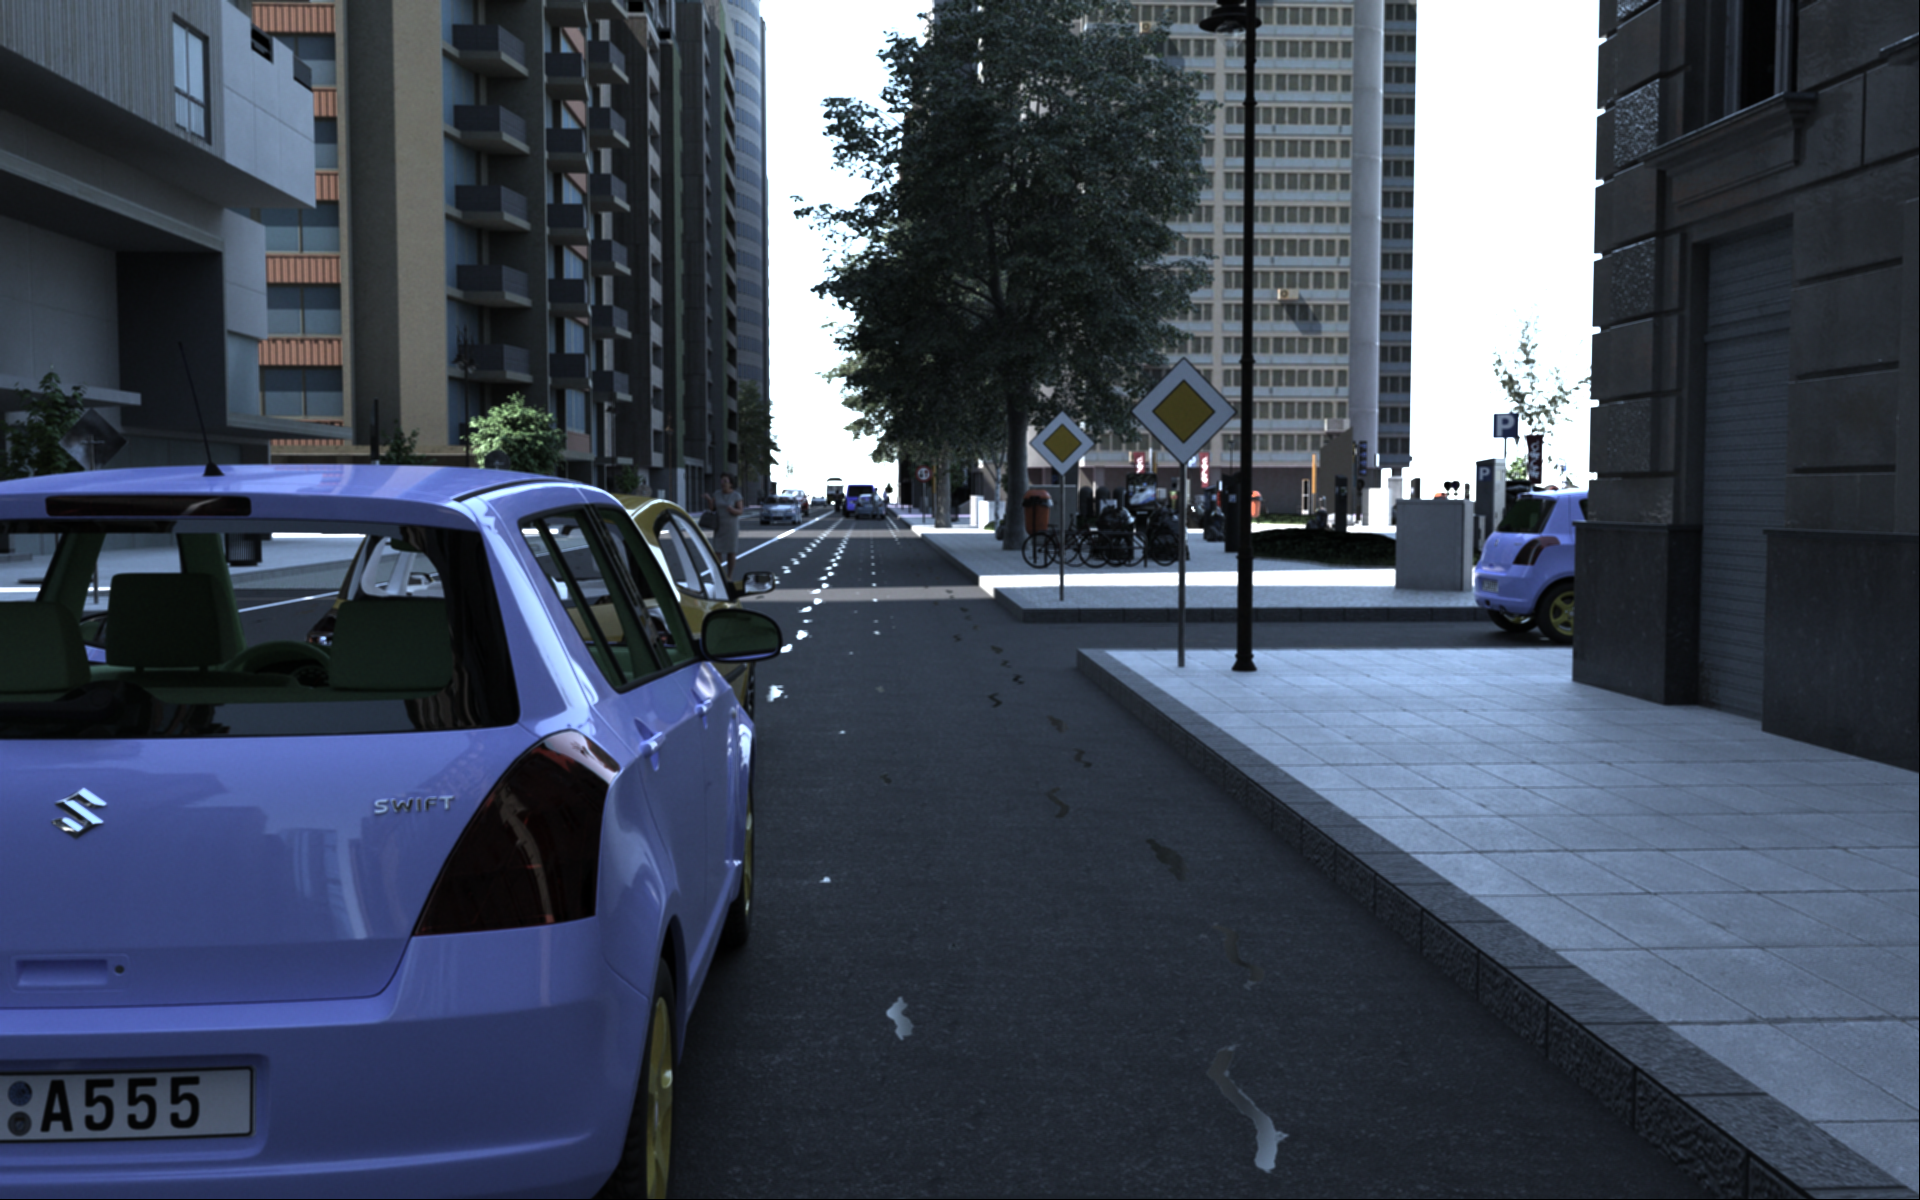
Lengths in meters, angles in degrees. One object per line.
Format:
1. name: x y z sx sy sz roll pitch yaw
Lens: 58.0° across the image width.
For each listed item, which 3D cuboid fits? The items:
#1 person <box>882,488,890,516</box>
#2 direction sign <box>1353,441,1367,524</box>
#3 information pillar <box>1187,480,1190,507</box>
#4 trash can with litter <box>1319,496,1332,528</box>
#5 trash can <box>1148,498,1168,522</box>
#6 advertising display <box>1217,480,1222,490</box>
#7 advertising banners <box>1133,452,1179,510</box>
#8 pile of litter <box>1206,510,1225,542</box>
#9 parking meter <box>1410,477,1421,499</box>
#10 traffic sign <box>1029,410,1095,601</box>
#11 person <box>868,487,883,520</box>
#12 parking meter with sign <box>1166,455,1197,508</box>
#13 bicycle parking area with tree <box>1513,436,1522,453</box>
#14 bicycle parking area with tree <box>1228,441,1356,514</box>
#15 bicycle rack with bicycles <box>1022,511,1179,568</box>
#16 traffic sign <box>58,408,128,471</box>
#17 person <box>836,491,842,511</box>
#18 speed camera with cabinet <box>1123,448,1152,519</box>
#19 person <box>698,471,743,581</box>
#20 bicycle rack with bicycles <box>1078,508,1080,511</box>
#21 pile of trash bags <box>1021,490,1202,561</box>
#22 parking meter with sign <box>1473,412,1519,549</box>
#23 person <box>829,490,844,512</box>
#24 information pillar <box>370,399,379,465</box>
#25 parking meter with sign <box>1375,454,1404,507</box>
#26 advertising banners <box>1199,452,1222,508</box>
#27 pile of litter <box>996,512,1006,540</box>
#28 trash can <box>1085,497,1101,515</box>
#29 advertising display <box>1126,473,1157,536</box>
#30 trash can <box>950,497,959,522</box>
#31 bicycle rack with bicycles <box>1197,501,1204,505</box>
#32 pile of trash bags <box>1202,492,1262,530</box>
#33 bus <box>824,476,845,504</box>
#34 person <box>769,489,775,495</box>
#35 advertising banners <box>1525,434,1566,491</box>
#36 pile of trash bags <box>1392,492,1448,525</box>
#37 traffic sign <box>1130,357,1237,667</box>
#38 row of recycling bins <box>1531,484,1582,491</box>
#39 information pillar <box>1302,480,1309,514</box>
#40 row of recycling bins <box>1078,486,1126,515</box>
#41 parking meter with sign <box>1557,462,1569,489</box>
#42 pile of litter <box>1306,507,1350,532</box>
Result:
1. person: -4.816 -6.475 114.230 0.599 1.838 0.709 1 4 22
2. direction sign: 16.938 -5.011 73.934 0.876 3.537 0.379 -1 4 -13
3. information pillar: 11.387 -5.070 87.389 0.304 2.012 0.304 2 4 31
4. trash can with litter: 13.767 -3.328 65.476 1.678 1.210 2.233 0 4 7
5. trash can: 6.950 -3.024 61.093 0.748 1.137 0.748 0 3 0
6. advertising display: 12.407 -4.654 81.302 0.974 1.923 0.123 -3 5 -43
7. advertising banners: 8.118 -4.597 71.355 2.074 3.025 0.090 1 4 22
8. pile of litter: 7.231 -2.019 46.972 1.176 0.858 1.719 2 4 32
9. parking meter: 15.806 -3.329 60.148 0.255 1.863 0.399 -1 4 -14
10. traffic sign: 1.222 -1.049 20.786 0.795 2.450 0.064 0 4 -3
11. person: -4.637 -5.259 94.591 0.850 1.850 0.679 1 4 11
12. parking meter with sign: 9.948 -5.038 78.639 0.543 3.016 1.738 -2 4 -34
13. bicycle parking area with tree: 29.876 -6.014 85.328 8.231 4.147 9.016 0 4 8
14. bicycle parking area with tree: 17.210 -6.511 93.451 8.231 4.147 9.016 1 4 11
15. bicycle rack with bicycles: 2.481 -1.075 30.957 2.925 0.926 2.852 0 4 -2
16. traffic sign: -10.107 -1.013 20.211 0.795 2.450 0.064 0 4 -3
17. person: -10.026 -8.193 143.258 0.445 1.727 0.742 1 4 22
18. speed camera with cabinet: 7.799 -4.956 75.366 0.660 3.252 2.038 -1 4 -22
19. person: -3.744 -1.103 26.899 0.716 1.782 0.532 1 4 13
20. bicycle rack with bicycles: 5.946 -4.338 84.311 2.852 0.926 2.925 2 4 25
21. pile of trash bags: 2.889 -1.501 34.294 3.447 1.369 1.912 1 4 15
22. parking meter with sign: 11.167 -2.464 36.543 0.543 3.016 1.738 3 5 39
23. person: -9.583 -7.678 134.745 1.217 1.736 0.721 -1 4 -16
24. information pillar: -14.417 -3.141 42.713 0.183 3.616 0.504 -2 4 -33
25. parking meter with sign: 18.858 -4.814 74.973 1.738 3.016 0.543 1 4 22
26. advertising banners: 10.717 -4.615 71.641 2.074 3.025 0.090 3 5 45
27. pile of litter: 1.661 -2.107 48.414 1.176 0.858 1.719 3 5 41
28. trash can: 6.173 -4.194 80.219 0.748 1.137 0.748 0 3 0
29. advertising display: 5.567 -2.930 53.118 0.974 1.923 0.123 -1 4 -18
30. trash can: -0.394 -4.189 80.148 0.748 1.137 0.748 0 3 0
31. bicycle rack with bicycles: 12.293 -4.421 85.672 2.925 0.926 2.852 -1 4 -20
32. pile of trash bags: 9.649 -3.262 63.085 1.912 1.369 3.447 -3 4 -38
33. bus: -17.734 -15.542 245.653 2.896 3.916 12.252 0 4 -4
34. person: -13.012 -6.742 119.186 0.568 1.767 0.683 -2 4 -29
35. advertising banners: 17.438 -3.307 50.262 2.074 3.025 0.090 2 4 28
36. pile of trash bags: 18.912 -3.784 71.618 3.447 1.369 1.912 -3 4 -36
37. traffic sign: 1.643 -0.561 12.811 0.795 2.450 0.064 0 4 -3
38. row of recycling bins: 24.036 -3.953 71.738 3.534 1.692 1.069 -1 4 -9
39. information pillar: 17.637 -5.134 88.425 0.304 2.012 0.304 0 4 4
40. row of recycling bins: 7.095 -5.134 91.052 3.534 1.692 1.069 0 4 7
41. parking meter with sign: 32.758 -5.942 93.405 0.543 3.016 1.738 3 5 41
42. pile of litter: 12.179 -2.659 57.439 1.719 0.858 1.176 -1 4 -11
